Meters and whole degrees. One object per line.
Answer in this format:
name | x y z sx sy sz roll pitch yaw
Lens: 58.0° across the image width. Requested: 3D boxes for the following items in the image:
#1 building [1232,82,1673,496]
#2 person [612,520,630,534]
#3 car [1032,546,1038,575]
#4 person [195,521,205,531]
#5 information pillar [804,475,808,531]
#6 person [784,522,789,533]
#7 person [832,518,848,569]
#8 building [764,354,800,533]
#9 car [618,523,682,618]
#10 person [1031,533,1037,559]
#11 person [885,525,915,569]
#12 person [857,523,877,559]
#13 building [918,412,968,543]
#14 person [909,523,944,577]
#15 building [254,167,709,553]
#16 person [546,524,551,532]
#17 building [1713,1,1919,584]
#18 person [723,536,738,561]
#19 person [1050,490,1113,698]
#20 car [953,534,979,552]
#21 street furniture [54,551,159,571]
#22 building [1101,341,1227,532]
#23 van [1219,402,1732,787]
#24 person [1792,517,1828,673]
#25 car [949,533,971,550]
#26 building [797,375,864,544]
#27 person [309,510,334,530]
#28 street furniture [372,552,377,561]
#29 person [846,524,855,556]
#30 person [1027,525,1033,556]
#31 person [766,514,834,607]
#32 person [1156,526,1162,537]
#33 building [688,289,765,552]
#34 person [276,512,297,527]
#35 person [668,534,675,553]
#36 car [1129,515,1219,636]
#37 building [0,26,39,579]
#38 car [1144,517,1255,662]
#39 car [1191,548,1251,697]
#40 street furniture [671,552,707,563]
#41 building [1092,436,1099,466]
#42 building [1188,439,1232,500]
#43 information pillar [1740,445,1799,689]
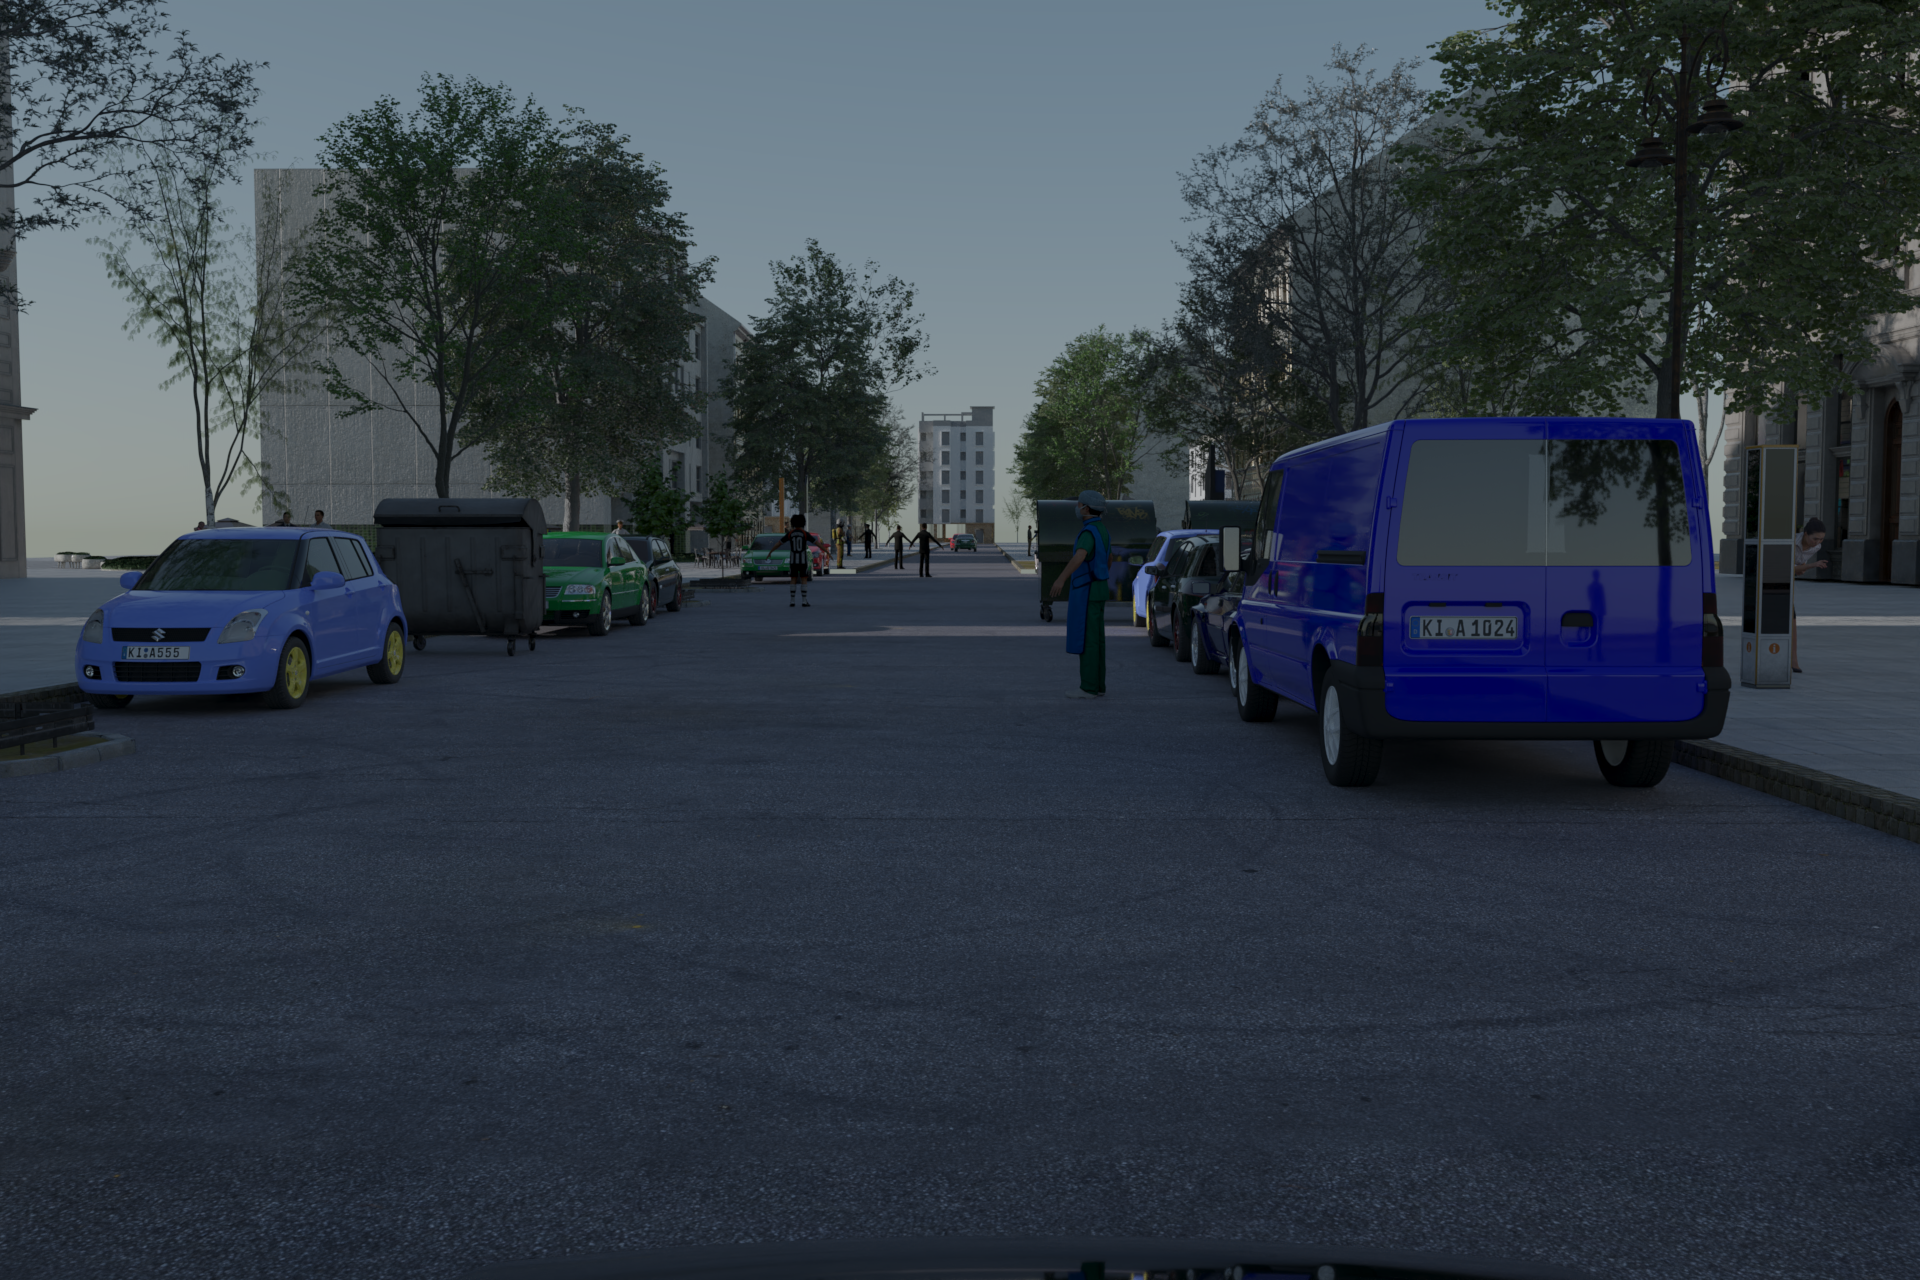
building | 25.358 -16.042 93.215 19.493 23.208 18.063 0 4 0
person | -11.706 -3.262 59.801 1.216 1.778 0.721 -1 4 -20
car | 3.660 -3.066 62.490 2.083 1.381 4.827 0 4 1
person | -21.301 -2.518 48.682 0.593 1.643 0.415 3 5 44
information pillar | -6.095 -4.733 68.734 0.183 3.616 0.504 0 4 1
person | -7.450 -4.192 74.682 0.704 1.812 1.346 1 4 9
person | -4.365 -3.535 63.563 0.705 1.858 1.354 -1 4 -16
building | -22.780 -19.771 179.671 16.016 20.090 11.380 0 4 2
car | -6.034 -1.275 30.636 2.009 1.686 4.222 0 4 1
person | 4.070 -5.137 89.959 0.705 1.833 1.349 2 4 29
person | -2.471 -3.771 70.341 1.346 1.802 0.704 2 4 26
person | -4.839 -5.197 90.906 1.347 1.837 0.705 -3 5 -44
building | -5.966 -24.570 260.594 11.380 20.090 16.016 0 4 8
person | -1.158 -2.984 57.476 1.346 1.802 0.704 2 4 30
building | -25.429 -14.267 99.727 16.747 18.905 31.486 0 4 1
person | -15.212 -3.476 63.301 1.216 1.772 0.721 -1 4 -10
building | 27.243 -13.083 41.626 11.050 23.595 19.941 0 4 1
person | -11.158 -4.740 83.630 0.705 1.813 1.348 2 4 24
person | 1.116 -0.406 15.221 0.704 1.817 1.347 1 4 22
car | 0.465 -7.944 141.689 2.131 1.459 4.920 0 4 1
street furniture | -29.377 -2.965 64.108 10.072 0.657 5.734 3 5 42
building | 25.975 -22.610 200.606 19.493 23.208 18.063 0 4 1
van | 3.053 -0.433 11.457 2.240 2.365 5.245 0 4 0
person | 7.687 -0.416 16.036 0.799 1.438 0.628 3 5 43
car | 0.081 -8.785 152.679 2.155 1.783 4.494 0 4 1
building | -22.828 -24.580 232.817 19.493 23.208 18.063 0 4 2
person | -14.016 -1.941 37.884 1.344 1.810 0.704 1 4 10
street furniture | -25.350 -3.711 76.299 5.734 0.657 10.072 0 4 -3
person | -6.346 -5.728 99.511 0.705 1.847 1.347 -1 4 -20
person | 4.044 -5.723 99.845 0.705 1.796 1.348 0 4 2
person | -3.169 -1.559 34.088 1.345 1.843 0.704 0 4 5
person | 5.560 -2.731 50.483 1.345 1.849 0.704 -1 4 -21
building | -25.439 -18.504 133.476 19.493 23.208 18.063 0 3 0
person | -16.159 -2.177 41.637 1.345 1.823 0.704 -2 4 -27
person | -14.997 -5.080 89.775 0.721 1.740 1.216 0 4 0
car | 3.489 -0.978 25.579 1.945 1.707 3.694 0 4 1
building | -31.862 -13.839 38.283 10.469 25.551 25.511 0 3 0
car | 3.277 -0.675 20.822 2.009 1.686 4.222 0 4 0
car | 3.251 -0.242 16.531 1.945 1.354 3.894 0 4 0
street furniture | -15.983 -3.696 76.061 10.072 0.657 5.734 -3 4 -37
building | 26.809 -23.879 221.357 19.493 23.208 18.063 0 4 1
building | 25.200 -12.407 144.998 9.099 9.664 28.070 0 4 1
information pillar | 6.730 -0.607 14.414 0.304 2.012 0.304 0 4 0
